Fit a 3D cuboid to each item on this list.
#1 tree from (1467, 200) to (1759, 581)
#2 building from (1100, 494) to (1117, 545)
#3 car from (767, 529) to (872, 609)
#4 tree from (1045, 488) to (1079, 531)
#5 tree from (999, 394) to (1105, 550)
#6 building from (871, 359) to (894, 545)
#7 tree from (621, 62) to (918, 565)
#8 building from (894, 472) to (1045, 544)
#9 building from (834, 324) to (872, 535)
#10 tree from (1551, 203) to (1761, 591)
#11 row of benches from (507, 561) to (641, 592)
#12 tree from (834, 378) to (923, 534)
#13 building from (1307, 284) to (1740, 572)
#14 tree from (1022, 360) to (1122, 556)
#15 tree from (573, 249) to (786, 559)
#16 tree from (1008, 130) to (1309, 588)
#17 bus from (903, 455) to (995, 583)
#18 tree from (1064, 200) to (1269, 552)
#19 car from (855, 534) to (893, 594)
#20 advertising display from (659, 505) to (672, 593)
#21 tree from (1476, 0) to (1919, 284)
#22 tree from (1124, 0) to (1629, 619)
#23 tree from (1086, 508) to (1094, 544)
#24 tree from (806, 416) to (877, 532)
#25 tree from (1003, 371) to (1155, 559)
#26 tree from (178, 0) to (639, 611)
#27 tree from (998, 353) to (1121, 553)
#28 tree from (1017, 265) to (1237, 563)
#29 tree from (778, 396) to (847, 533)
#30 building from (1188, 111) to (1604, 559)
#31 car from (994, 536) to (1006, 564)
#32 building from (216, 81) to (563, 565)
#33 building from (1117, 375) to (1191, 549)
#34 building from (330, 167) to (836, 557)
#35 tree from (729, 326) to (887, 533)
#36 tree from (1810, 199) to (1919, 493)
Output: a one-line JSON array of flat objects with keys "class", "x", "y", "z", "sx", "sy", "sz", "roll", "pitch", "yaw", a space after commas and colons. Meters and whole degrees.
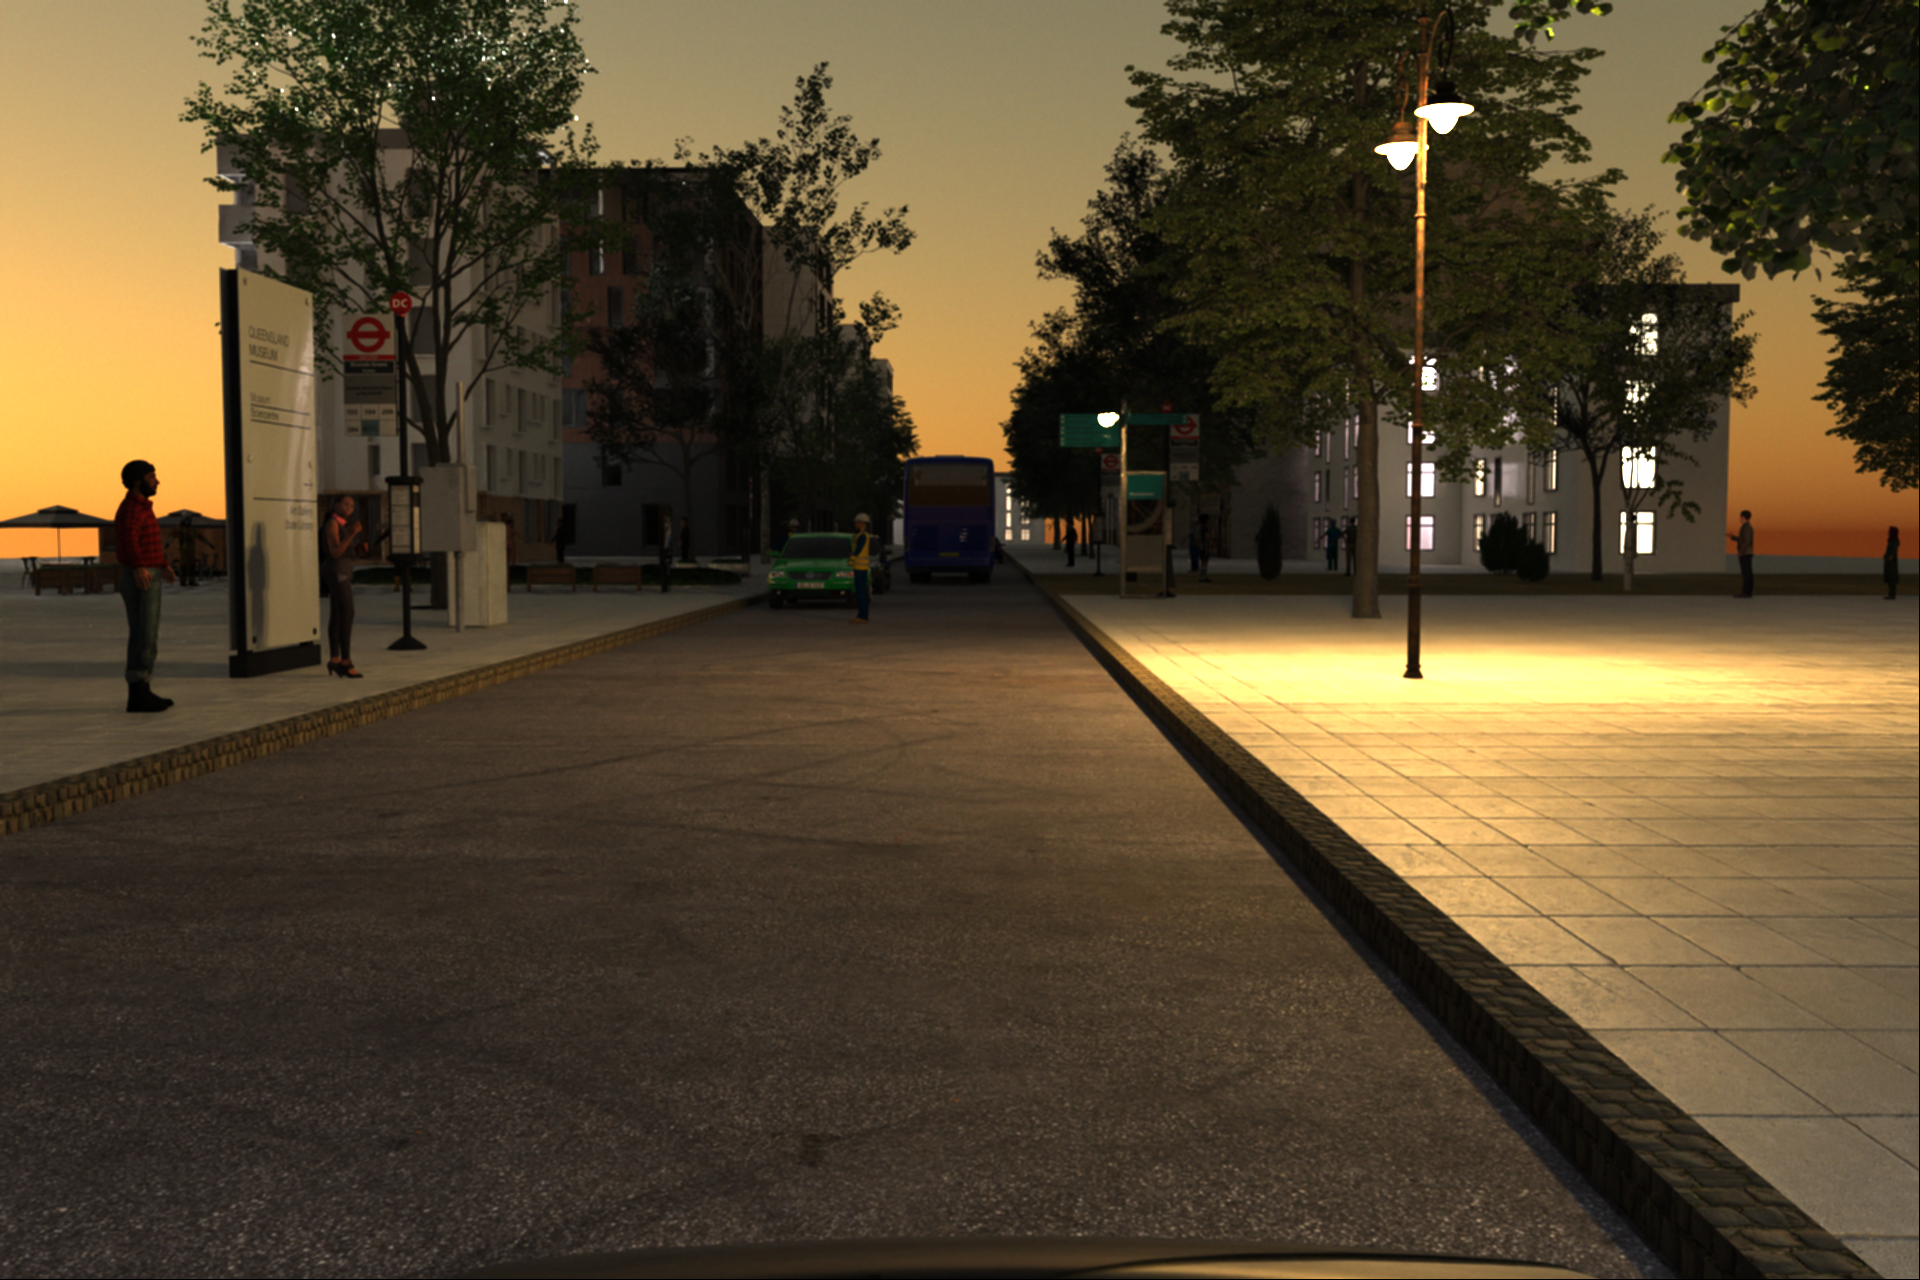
[{"class": "tree", "x": 17.787, "y": -6.924, "z": 47.619, "sx": 8.767, "sy": 10.594, "sz": 7.601, "roll": 3, "pitch": 5, "yaw": 41}, {"class": "building", "x": 25.988, "y": -20.794, "z": 206.443, "sx": 16.747, "sy": 18.905, "sz": 31.486, "roll": 0, "pitch": 4, "yaw": 1}, {"class": "car", "x": -2.763, "y": -1.582, "z": 34.661, "sx": 1.959, "sy": 1.807, "sz": 4.718, "roll": 0, "pitch": 4, "yaw": 1}, {"class": "tree", "x": 8.040, "y": -10.878, "z": 128.214, "sx": 4.360, "sy": 8.622, "sz": 3.978, "roll": 0, "pitch": 3, "yaw": 0}, {"class": "tree", "x": 7.775, "y": -14.210, "z": 138.980, "sx": 9.857, "sy": 13.997, "sz": 8.962, "roll": 0, "pitch": 3, "yaw": 0}, {"class": "building", "x": -22.448, "y": -21.792, "z": 200.278, "sx": 27.936, "sy": 21.610, "sz": 32.646, "roll": 0, "pitch": 4, "yaw": 1}, {"class": "tree", "x": -7.804, "y": -13.156, "z": 70.982, "sx": 12.611, "sy": 20.169, "sz": 13.585, "roll": 0, "pitch": 3, "yaw": 0}, {"class": "building", "x": -2.472, "y": -17.494, "z": 230.632, "sx": 28.070, "sy": 9.664, "sz": 9.099, "roll": 0, "pitch": 4, "yaw": -8}, {"class": "building", "x": -23.390, "y": -19.743, "z": 166.765, "sx": 27.936, "sy": 21.610, "sz": 32.646, "roll": 0, "pitch": 4, "yaw": 1}, {"class": "tree", "x": 15.210, "y": -5.407, "z": 38.772, "sx": 4.737, "sy": 8.622, "sz": 4.395, "roll": 0, "pitch": 3, "yaw": 0}, {"class": "row of benches", "x": -9.240, "y": -1.428, "z": 38.815, "sx": 4.104, "sy": 0.672, "sz": 1.422, "roll": -1, "pitch": 4, "yaw": -12}, {"class": "tree", "x": -7.564, "y": -14.221, "z": 139.161, "sx": 9.857, "sy": 13.997, "sz": 8.962, "roll": 0, "pitch": 3, "yaw": 0}, {"class": "building", "x": 21.641, "y": -7.960, "z": 72.294, "sx": 9.099, "sy": 9.664, "sz": 28.070, "roll": 0, "pitch": 4, "yaw": 0}, {"class": "tree", "x": 7.111, "y": -10.727, "z": 101.135, "sx": 9.928, "sy": 11.665, "sz": 9.643, "roll": 0, "pitch": 3, "yaw": 0}, {"class": "tree", "x": -9.238, "y": -7.527, "z": 57.474, "sx": 7.601, "sy": 10.594, "sz": 8.767, "roll": 0, "pitch": 4, "yaw": -1}, {"class": "tree", "x": 4.629, "y": -6.505, "z": 40.776, "sx": 7.601, "sy": 10.594, "sz": 8.767, "roll": 0, "pitch": 4, "yaw": 2}, {"class": "bus", "x": -0.299, "y": -3.794, "z": 53.578, "sx": 2.896, "sy": 3.916, "sz": 12.251, "roll": 0, "pitch": 3, "yaw": 0}, {"class": "tree", "x": 7.284, "y": -8.661, "z": 59.733, "sx": 7.486, "sy": 12.596, "sz": 7.792, "roll": 0, "pitch": 3, "yaw": 0}, {"class": "car", "x": -2.636, "y": -2.016, "z": 42.751, "sx": 2.009, "sy": 1.686, "sz": 4.222, "roll": 0, "pitch": 4, "yaw": 1}, {"class": "advertising display", "x": -6.491, "y": -2.018, "z": 38.204, "sx": 0.123, "sy": 1.923, "sz": 0.974, "roll": 0, "pitch": 4, "yaw": 0}, {"class": "tree", "x": 5.674, "y": -6.159, "z": 7.360, "sx": 9.857, "sy": 13.997, "sz": 8.962, "roll": 0, "pitch": 3, "yaw": 0}, {"class": "tree", "x": 5.874, "y": -6.624, "z": 26.423, "sx": 7.486, "sy": 12.596, "sz": 7.792, "roll": 0, "pitch": 3, "yaw": 0}, {"class": "tree", "x": 17.500, "y": -18.582, "z": 229.572, "sx": 9.928, "sy": 11.665, "sz": 9.643, "roll": 0, "pitch": 3, "yaw": 0}, {"class": "tree", "x": -7.176, "y": -9.399, "z": 104.033, "sx": 4.737, "sy": 8.622, "sz": 4.395, "roll": 0, "pitch": 3, "yaw": 0}, {"class": "tree", "x": 6.721, "y": -9.524, "z": 90.124, "sx": 8.767, "sy": 10.594, "sz": 7.601, "roll": -2, "pitch": 4, "yaw": -32}, {"class": "tree", "x": -8.975, "y": -6.340, "z": 29.413, "sx": 9.928, "sy": 11.665, "sz": 9.643, "roll": 0, "pitch": 3, "yaw": 0}, {"class": "tree", "x": 7.406, "y": -12.853, "z": 116.796, "sx": 9.857, "sy": 13.997, "sz": 8.962, "roll": 0, "pitch": 3, "yaw": 0}, {"class": "tree", "x": 7.761, "y": -10.217, "z": 77.413, "sx": 12.009, "sy": 13.543, "sz": 11.850, "roll": 0, "pitch": 3, "yaw": 0}, {"class": "tree", "x": -8.111, "y": -8.733, "z": 93.139, "sx": 4.737, "sy": 8.622, "sz": 4.395, "roll": 0, "pitch": 3, "yaw": 0}, {"class": "building", "x": 23.333, "y": -16.323, "z": 97.814, "sx": 19.493, "sy": 23.208, "sz": 18.063, "roll": 0, "pitch": 4, "yaw": 1}, {"class": "car", "x": 1.280, "y": -4.439, "z": 85.157, "sx": 1.945, "sy": 1.354, "sz": 3.894, "roll": 0, "pitch": 4, "yaw": 1}, {"class": "building", "x": -25.066, "y": -13.298, "z": 73.850, "sx": 16.016, "sy": 20.090, "sz": 11.380, "roll": 0, "pitch": 4, "yaw": 1}, {"class": "building", "x": 24.450, "y": -20.102, "z": 159.593, "sx": 19.493, "sy": 23.208, "sz": 18.063, "roll": 0, "pitch": 4, "yaw": 1}, {"class": "building", "x": -23.646, "y": -16.480, "z": 113.416, "sx": 27.936, "sy": 21.610, "sz": 32.646, "roll": 0, "pitch": 4, "yaw": 2}, {"class": "tree", "x": -7.623, "y": -9.767, "z": 85.445, "sx": 9.928, "sy": 11.665, "sz": 9.643, "roll": 0, "pitch": 3, "yaw": 0}, {"class": "tree", "x": 29.032, "y": -8.164, "z": 51.609, "sx": 7.486, "sy": 12.596, "sz": 7.792, "roll": 0, "pitch": 3, "yaw": 0}]
